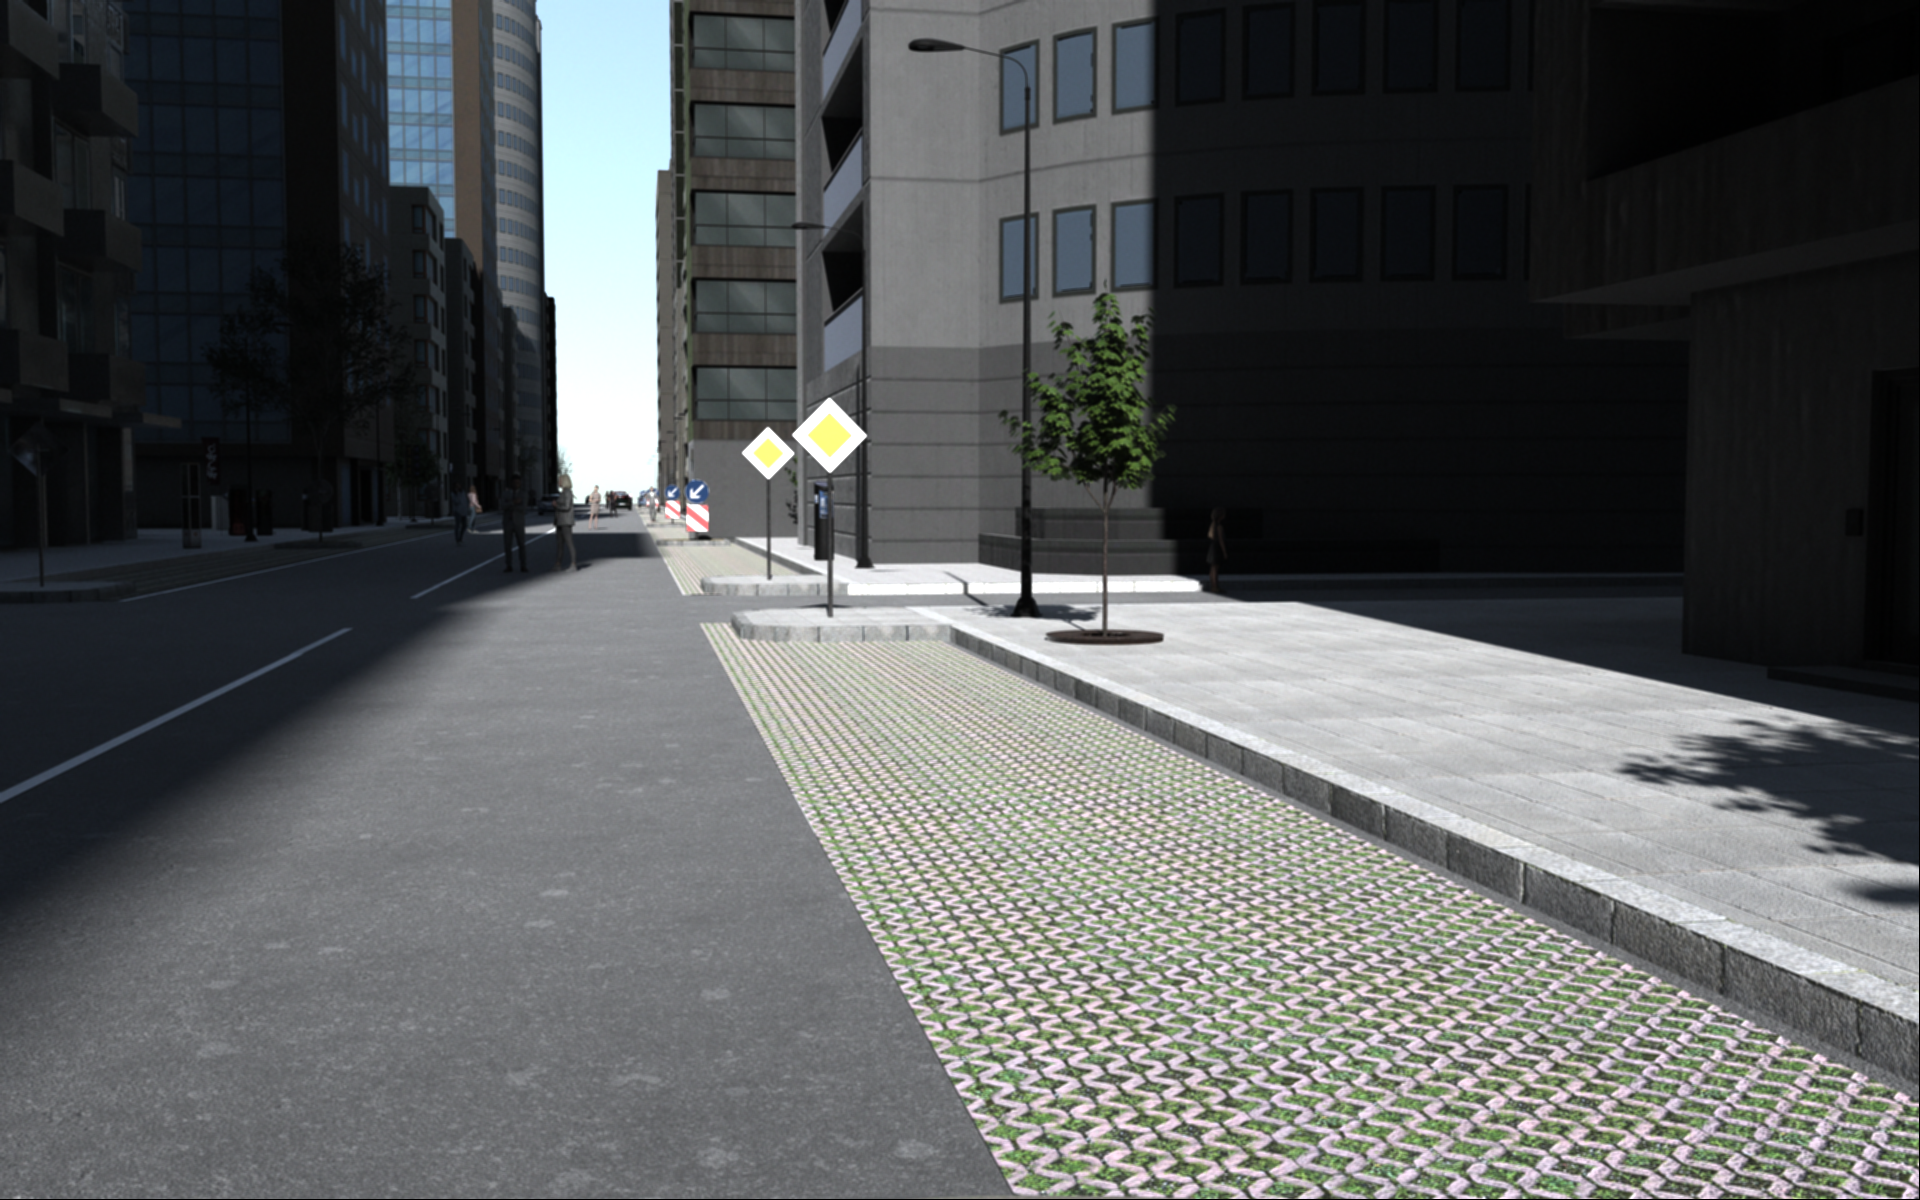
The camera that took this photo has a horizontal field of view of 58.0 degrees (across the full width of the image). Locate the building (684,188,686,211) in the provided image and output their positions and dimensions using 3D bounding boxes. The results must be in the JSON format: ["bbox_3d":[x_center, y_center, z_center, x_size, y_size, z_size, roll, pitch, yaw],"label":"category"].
[{"bbox_3d":[0.407,-14.885,88.409,27.650,21.520,28.899,-1,4,-11],"label":"building"}]

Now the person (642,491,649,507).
[{"bbox_3d":[-33.370,-10.790,185.016,1.348,1.812,0.705,1,4,20],"label":"person"}]

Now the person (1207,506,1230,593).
[{"bbox_3d":[3.749,-0.727,25.059,0.373,1.253,0.362,0,4,-7],"label":"person"}]

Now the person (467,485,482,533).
[{"bbox_3d":[-17.807,-3.313,63.255,0.593,1.750,0.643,3,5,43],"label":"person"}]

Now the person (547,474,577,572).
[{"bbox_3d":[-7.359,-1.428,32.030,0.526,1.800,0.537,-1,4,-21],"label":"person"}]

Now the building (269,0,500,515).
[{"bbox_3d":[-42.907,-29.454,131.680,14.600,45.320,14.200,-1,4,-11],"label":"building"}]

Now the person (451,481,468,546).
[{"bbox_3d":[-13.879,-2.401,48.017,0.793,1.790,0.793,-1,4,-10],"label":"person"}]

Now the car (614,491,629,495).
[{"bbox_3d":[-40.991,-12.226,208.575,2.281,1.827,5.304,-1,4,-12],"label":"car"}]

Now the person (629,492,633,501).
[{"bbox_3d":[-45.577,-14.067,239.433,0.756,1.711,0.436,1,4,17],"label":"person"}]

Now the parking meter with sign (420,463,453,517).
[{"bbox_3d":[-29.403,-6.175,97.218,1.738,3.016,0.543,0,4,3],"label":"parking meter with sign"}]

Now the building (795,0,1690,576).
[{"bbox_3d":[11.289,-30.271,36.937,28.212,58.520,21.231,-1,4,-11],"label":"building"}]

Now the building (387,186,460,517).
[{"bbox_3d":[-46.155,-16.162,109.295,27.650,21.520,28.899,-1,4,-11],"label":"building"}]

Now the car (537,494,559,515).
[{"bbox_3d":[-27.987,-6.534,118.828,2.014,1.417,4.499,-1,4,-11],"label":"car"}]

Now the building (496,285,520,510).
[{"bbox_3d":[-53.929,-18.787,152.201,27.650,21.520,28.899,-1,4,-11],"label":"building"}]

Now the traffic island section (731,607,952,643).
[{"bbox_3d":[-1.331,0.258,18.056,2.009,0.180,2.903,-1,4,-11],"label":"traffic island section"}]

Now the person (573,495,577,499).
[{"bbox_3d":[-33.543,-8.548,149.084,1.217,1.723,0.721,-2,4,-24],"label":"person"}]

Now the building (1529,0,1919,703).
[{"bbox_3d":[11.583,-14.643,11.113,14.160,30.474,14.107,-1,4,-11],"label":"building"}]

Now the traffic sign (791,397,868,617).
[{"bbox_3d":[-1.353,-0.877,17.974,0.795,2.450,0.064,-1,4,-11],"label":"traffic sign"}]

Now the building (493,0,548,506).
[{"bbox_3d":[-57.122,-39.656,190.374,21.231,58.520,28.212,-1,4,-11],"label":"building"}]

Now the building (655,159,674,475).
[{"bbox_3d":[-32.336,-38.151,247.477,21.300,48.544,21.600,-1,4,-11],"label":"building"}]

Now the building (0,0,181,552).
[{"bbox_3d":[-30.776,-25.359,34.236,23.786,49.044,30.456,-1,4,-11],"label":"building"}]

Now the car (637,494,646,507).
[{"bbox_3d":[-34.259,-10.832,189.105,2.014,1.417,4.499,-1,4,-12],"label":"car"}]

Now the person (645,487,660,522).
[{"bbox_3d":[-15.757,-4.905,88.817,0.709,1.813,0.853,-1,4,-20],"label":"person"}]

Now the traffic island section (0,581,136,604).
[{"bbox_3d":[-12.746,-0.106,24.011,2.009,0.180,2.903,-1,4,-11],"label":"traffic island section"}]

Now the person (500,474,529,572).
[{"bbox_3d":[-8.191,-1.416,31.834,0.511,1.800,0.466,-1,4,-22],"label":"person"}]

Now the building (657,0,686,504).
[{"bbox_3d":[-29.181,-48.151,225.514,20.563,71.187,20.611,-1,4,-11],"label":"building"}]

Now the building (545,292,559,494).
[{"bbox_3d":[-64.000,-28.821,242.923,14.160,30.474,14.107,-1,4,-11],"label":"building"}]

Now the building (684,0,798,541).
[{"bbox_3d":[-2.147,-17.490,57.666,14.160,30.474,14.107,-1,4,-11],"label":"building"}]

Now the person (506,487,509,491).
[{"bbox_3d":[-24.785,-5.301,95.188,0.660,1.820,0.620,-1,4,-13],"label":"person"}]

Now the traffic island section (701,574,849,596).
[{"bbox_3d":[-2.834,-0.221,25.899,2.009,0.180,2.903,-1,4,-11],"label":"traffic island section"}]

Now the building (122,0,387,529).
[{"bbox_3d":[-31.128,-25.634,69.226,14.600,45.320,14.200,-1,4,-11],"label":"building"}]

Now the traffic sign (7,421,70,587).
[{"bbox_3d":[-12.725,-1.242,23.954,0.795,2.450,0.064,-1,4,-11],"label":"traffic sign"}]

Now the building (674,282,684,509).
[{"bbox_3d":[-9.092,-18.203,142.666,27.650,21.520,28.899,-1,4,-11],"label":"building"}]

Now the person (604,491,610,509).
[{"bbox_3d":[-34.426,-9.802,169.482,1.217,1.735,0.721,3,4,37],"label":"person"}]

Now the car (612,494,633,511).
[{"bbox_3d":[-29.805,-8.727,152.479,2.009,1.686,4.222,-1,4,-12],"label":"car"}]

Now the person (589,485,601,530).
[{"bbox_3d":[-14.694,-3.724,69.729,0.599,1.781,0.374,-2,4,-34],"label":"person"}]

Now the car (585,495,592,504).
[{"bbox_3d":[-51.939,-14.181,244.432,1.945,1.354,3.894,-1,4,-9],"label":"car"}]

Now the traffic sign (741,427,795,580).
[{"bbox_3d":[-2.855,-1.356,25.817,0.795,2.450,0.064,-1,4,-11],"label":"traffic sign"}]

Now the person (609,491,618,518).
[{"bbox_3d":[-21.152,-5.850,105.614,0.415,1.643,0.593,3,4,38],"label":"person"}]
